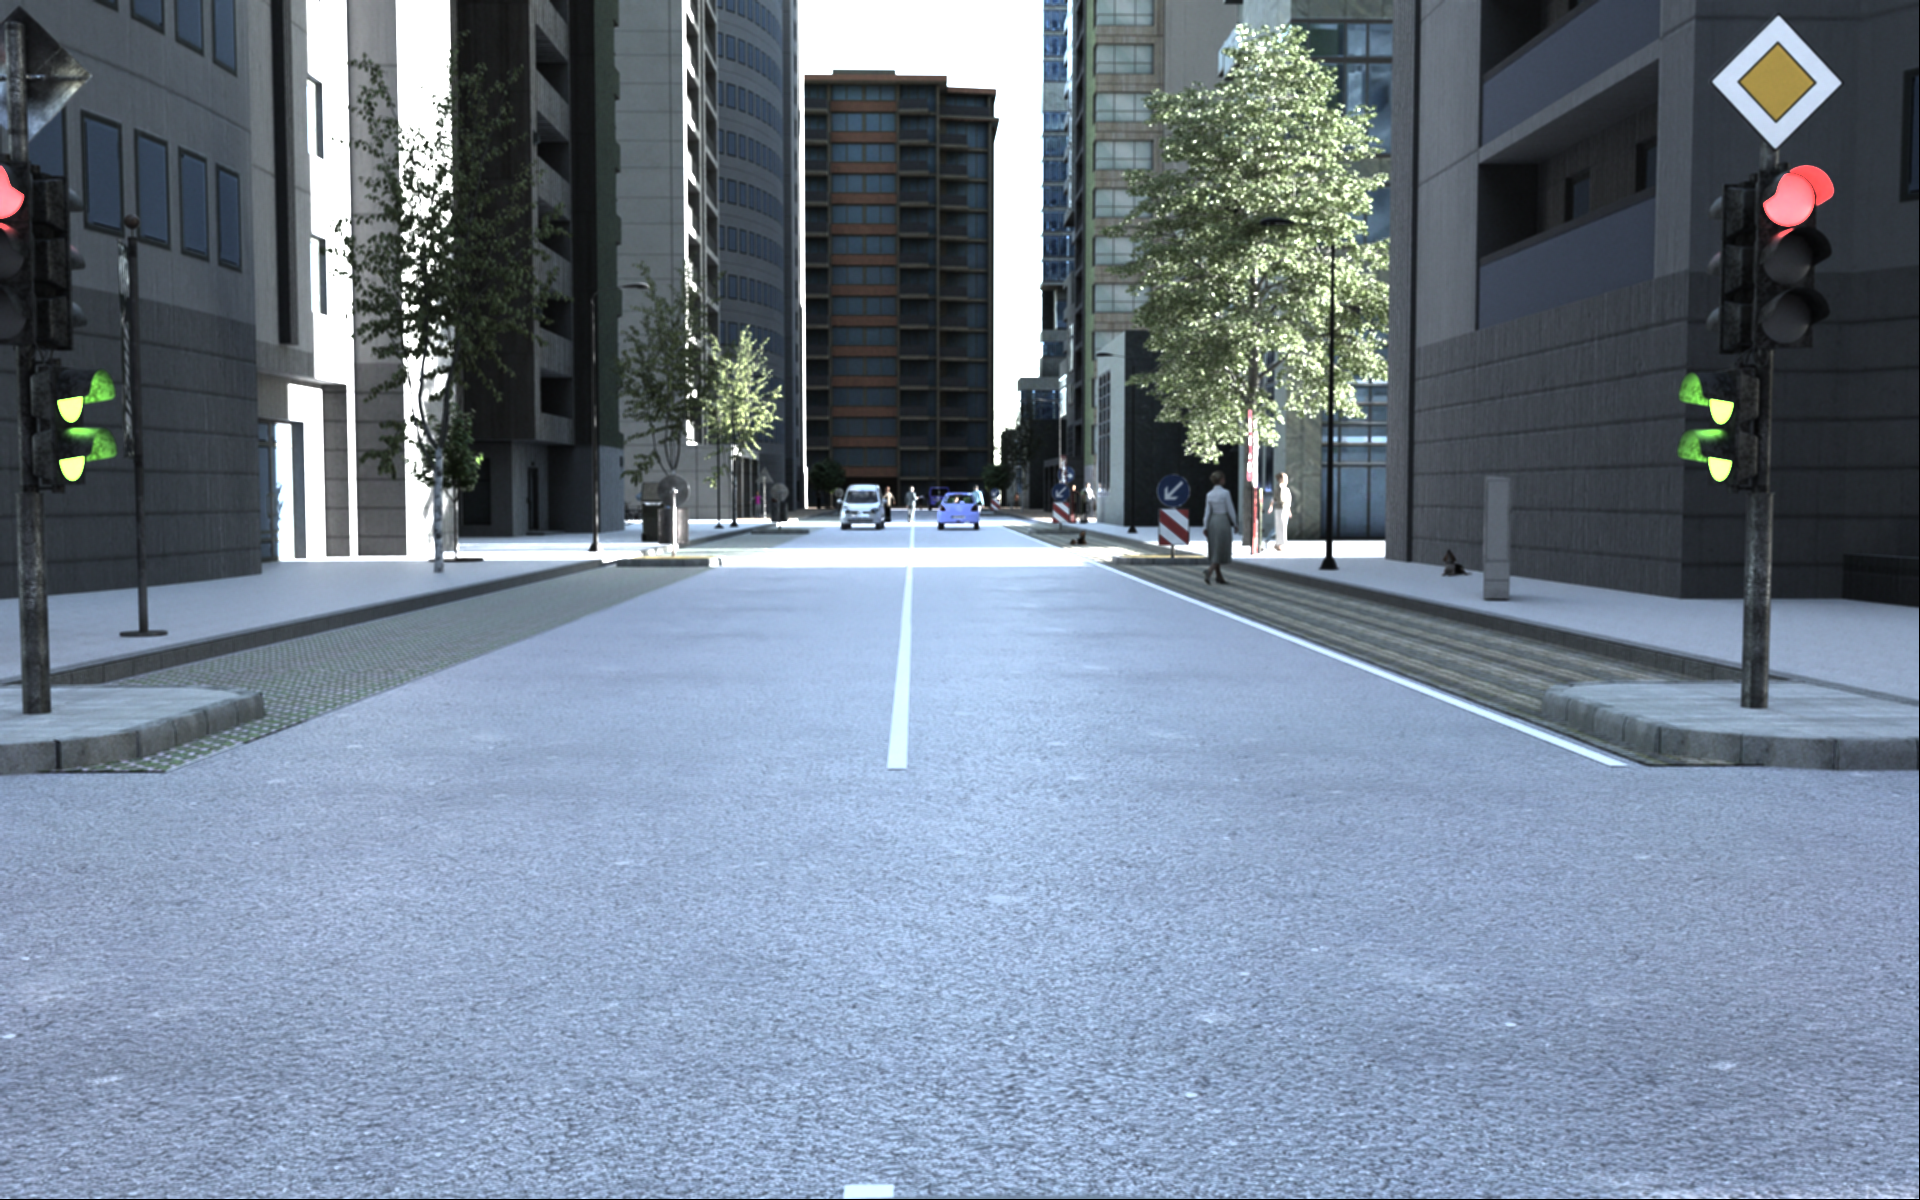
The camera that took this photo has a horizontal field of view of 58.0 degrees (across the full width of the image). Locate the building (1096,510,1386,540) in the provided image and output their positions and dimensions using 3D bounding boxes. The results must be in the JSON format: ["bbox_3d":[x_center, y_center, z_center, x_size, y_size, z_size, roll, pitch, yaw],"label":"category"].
[{"bbox_3d":[17.765,-45.775,61.090,22.319,86.520,31.000,0,4,-1],"label":"building"}]

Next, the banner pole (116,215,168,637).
[{"bbox_3d":[-7.359,-1.553,15.401,0.401,3.779,0.863,-1,4,-15],"label":"banner pole"}]

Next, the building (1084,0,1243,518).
[{"bbox_3d":[14.035,-25.423,99.256,14.154,41.232,14.086,0,4,-1],"label":"building"}]

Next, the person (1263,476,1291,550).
[{"bbox_3d":[7.254,-2.029,39.887,0.598,1.740,0.731,2,4,31],"label":"person"}]

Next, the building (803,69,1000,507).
[{"bbox_3d":[-10.599,-32.226,181.521,28.867,44.769,22.147,0,4,-1],"label":"building"}]

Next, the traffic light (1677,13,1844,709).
[{"bbox_3d":[4.763,-1.308,10.311,0.839,4.253,0.868,0,4,-1],"label":"traffic light"}]

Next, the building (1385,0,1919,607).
[{"bbox_3d":[22.692,-29.495,24.235,28.212,58.520,21.231,0,4,-1],"label":"building"}]

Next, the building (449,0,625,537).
[{"bbox_3d":[-18.791,-17.253,53.785,14.160,30.474,14.107,0,4,-1],"label":"building"}]

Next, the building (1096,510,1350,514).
[{"bbox_3d":[17.262,-50.712,141.812,22.319,86.520,31.000,0,4,-1],"label":"building"}]

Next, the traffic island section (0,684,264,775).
[{"bbox_3d":[-5.435,0.741,10.168,2.009,0.180,2.903,0,4,-1],"label":"traffic island section"}]

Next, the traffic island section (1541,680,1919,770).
[{"bbox_3d":[4.803,0.725,10.426,2.009,0.180,2.903,0,4,-1],"label":"traffic island section"}]

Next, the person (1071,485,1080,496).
[{"bbox_3d":[5.961,-5.182,91.295,1.217,1.766,0.721,1,4,13],"label":"person"}]

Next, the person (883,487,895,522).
[{"bbox_3d":[-3.716,-4.865,88.179,0.705,1.807,1.348,3,4,37],"label":"person"}]

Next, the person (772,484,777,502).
[{"bbox_3d":[-10.271,-5.516,96.166,0.705,1.831,1.348,-1,4,-16],"label":"person"}]

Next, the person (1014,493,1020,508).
[{"bbox_3d":[5.316,-9.363,162.393,0.557,1.426,1.065,2,4,30],"label":"person"}]

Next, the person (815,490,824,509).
[{"bbox_3d":[-12.364,-8.933,152.112,0.705,1.823,1.348,-3,4,-37],"label":"person"}]

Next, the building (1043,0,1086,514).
[{"bbox_3d":[16.642,-41.439,115.785,20.563,71.187,20.611,0,4,-1],"label":"building"}]

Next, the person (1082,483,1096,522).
[{"bbox_3d":[5.911,-4.524,80.135,0.709,1.813,0.853,-2,4,-31],"label":"person"}]

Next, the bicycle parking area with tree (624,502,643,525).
[{"bbox_3d":[-17.010,-5.265,73.086,9.016,4.147,8.231,2,4,24],"label":"bicycle parking area with tree"}]

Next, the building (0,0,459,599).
[{"bbox_3d":[-21.639,-29.464,23.741,21.231,58.520,28.212,0,4,-1],"label":"building"}]

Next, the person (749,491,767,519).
[{"bbox_3d":[-10.600,-4.991,90.862,0.991,1.433,0.599,-1,4,-16],"label":"person"}]

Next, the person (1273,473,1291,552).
[{"bbox_3d":[7.186,-1.958,38.607,0.362,1.759,0.519,0,4,-1],"label":"person"}]

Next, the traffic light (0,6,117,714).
[{"bbox_3d":[-5.395,-1.291,10.034,0.839,4.253,0.868,0,4,-1],"label":"traffic light"}]

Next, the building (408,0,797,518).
[{"bbox_3d":[-22.784,-35.259,118.476,21.231,58.520,28.212,0,4,-1],"label":"building"}]

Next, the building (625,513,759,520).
[{"bbox_3d":[-21.739,-40.091,93.743,20.563,71.187,20.611,0,4,-1],"label":"building"}]

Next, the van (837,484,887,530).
[{"bbox_3d":[-3.972,-3.910,70.947,2.013,2.044,4.112,0,3,0],"label":"van"}]

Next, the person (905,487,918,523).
[{"bbox_3d":[-2.363,-4.695,85.431,0.661,1.801,0.590,2,4,35],"label":"person"}]

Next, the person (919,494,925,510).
[{"bbox_3d":[-3.435,-8.838,156.197,0.628,1.438,0.799,0,4,-8],"label":"person"}]

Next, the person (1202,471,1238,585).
[{"bbox_3d":[4.051,-1.136,27.299,0.641,1.798,0.478,-3,4,-36],"label":"person"}]

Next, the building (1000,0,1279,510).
[{"bbox_3d":[19.863,-53.112,181.051,31.000,86.520,22.319,0,4,-1],"label":"building"}]

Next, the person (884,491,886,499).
[{"bbox_3d":[-6.565,-8.694,151.451,0.445,1.727,0.742,-2,4,-34],"label":"person"}]

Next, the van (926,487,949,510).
[{"bbox_3d":[-1.867,-9.168,154.286,2.240,2.365,5.245,0,4,-2],"label":"van"}]

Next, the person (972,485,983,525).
[{"bbox_3d":[0.714,-4.396,80.235,0.638,1.841,0.748,3,4,37],"label":"person"}]

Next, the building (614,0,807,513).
[{"bbox_3d":[-24.123,-43.352,147.062,20.611,71.187,20.563,0,4,-1],"label":"building"}]
